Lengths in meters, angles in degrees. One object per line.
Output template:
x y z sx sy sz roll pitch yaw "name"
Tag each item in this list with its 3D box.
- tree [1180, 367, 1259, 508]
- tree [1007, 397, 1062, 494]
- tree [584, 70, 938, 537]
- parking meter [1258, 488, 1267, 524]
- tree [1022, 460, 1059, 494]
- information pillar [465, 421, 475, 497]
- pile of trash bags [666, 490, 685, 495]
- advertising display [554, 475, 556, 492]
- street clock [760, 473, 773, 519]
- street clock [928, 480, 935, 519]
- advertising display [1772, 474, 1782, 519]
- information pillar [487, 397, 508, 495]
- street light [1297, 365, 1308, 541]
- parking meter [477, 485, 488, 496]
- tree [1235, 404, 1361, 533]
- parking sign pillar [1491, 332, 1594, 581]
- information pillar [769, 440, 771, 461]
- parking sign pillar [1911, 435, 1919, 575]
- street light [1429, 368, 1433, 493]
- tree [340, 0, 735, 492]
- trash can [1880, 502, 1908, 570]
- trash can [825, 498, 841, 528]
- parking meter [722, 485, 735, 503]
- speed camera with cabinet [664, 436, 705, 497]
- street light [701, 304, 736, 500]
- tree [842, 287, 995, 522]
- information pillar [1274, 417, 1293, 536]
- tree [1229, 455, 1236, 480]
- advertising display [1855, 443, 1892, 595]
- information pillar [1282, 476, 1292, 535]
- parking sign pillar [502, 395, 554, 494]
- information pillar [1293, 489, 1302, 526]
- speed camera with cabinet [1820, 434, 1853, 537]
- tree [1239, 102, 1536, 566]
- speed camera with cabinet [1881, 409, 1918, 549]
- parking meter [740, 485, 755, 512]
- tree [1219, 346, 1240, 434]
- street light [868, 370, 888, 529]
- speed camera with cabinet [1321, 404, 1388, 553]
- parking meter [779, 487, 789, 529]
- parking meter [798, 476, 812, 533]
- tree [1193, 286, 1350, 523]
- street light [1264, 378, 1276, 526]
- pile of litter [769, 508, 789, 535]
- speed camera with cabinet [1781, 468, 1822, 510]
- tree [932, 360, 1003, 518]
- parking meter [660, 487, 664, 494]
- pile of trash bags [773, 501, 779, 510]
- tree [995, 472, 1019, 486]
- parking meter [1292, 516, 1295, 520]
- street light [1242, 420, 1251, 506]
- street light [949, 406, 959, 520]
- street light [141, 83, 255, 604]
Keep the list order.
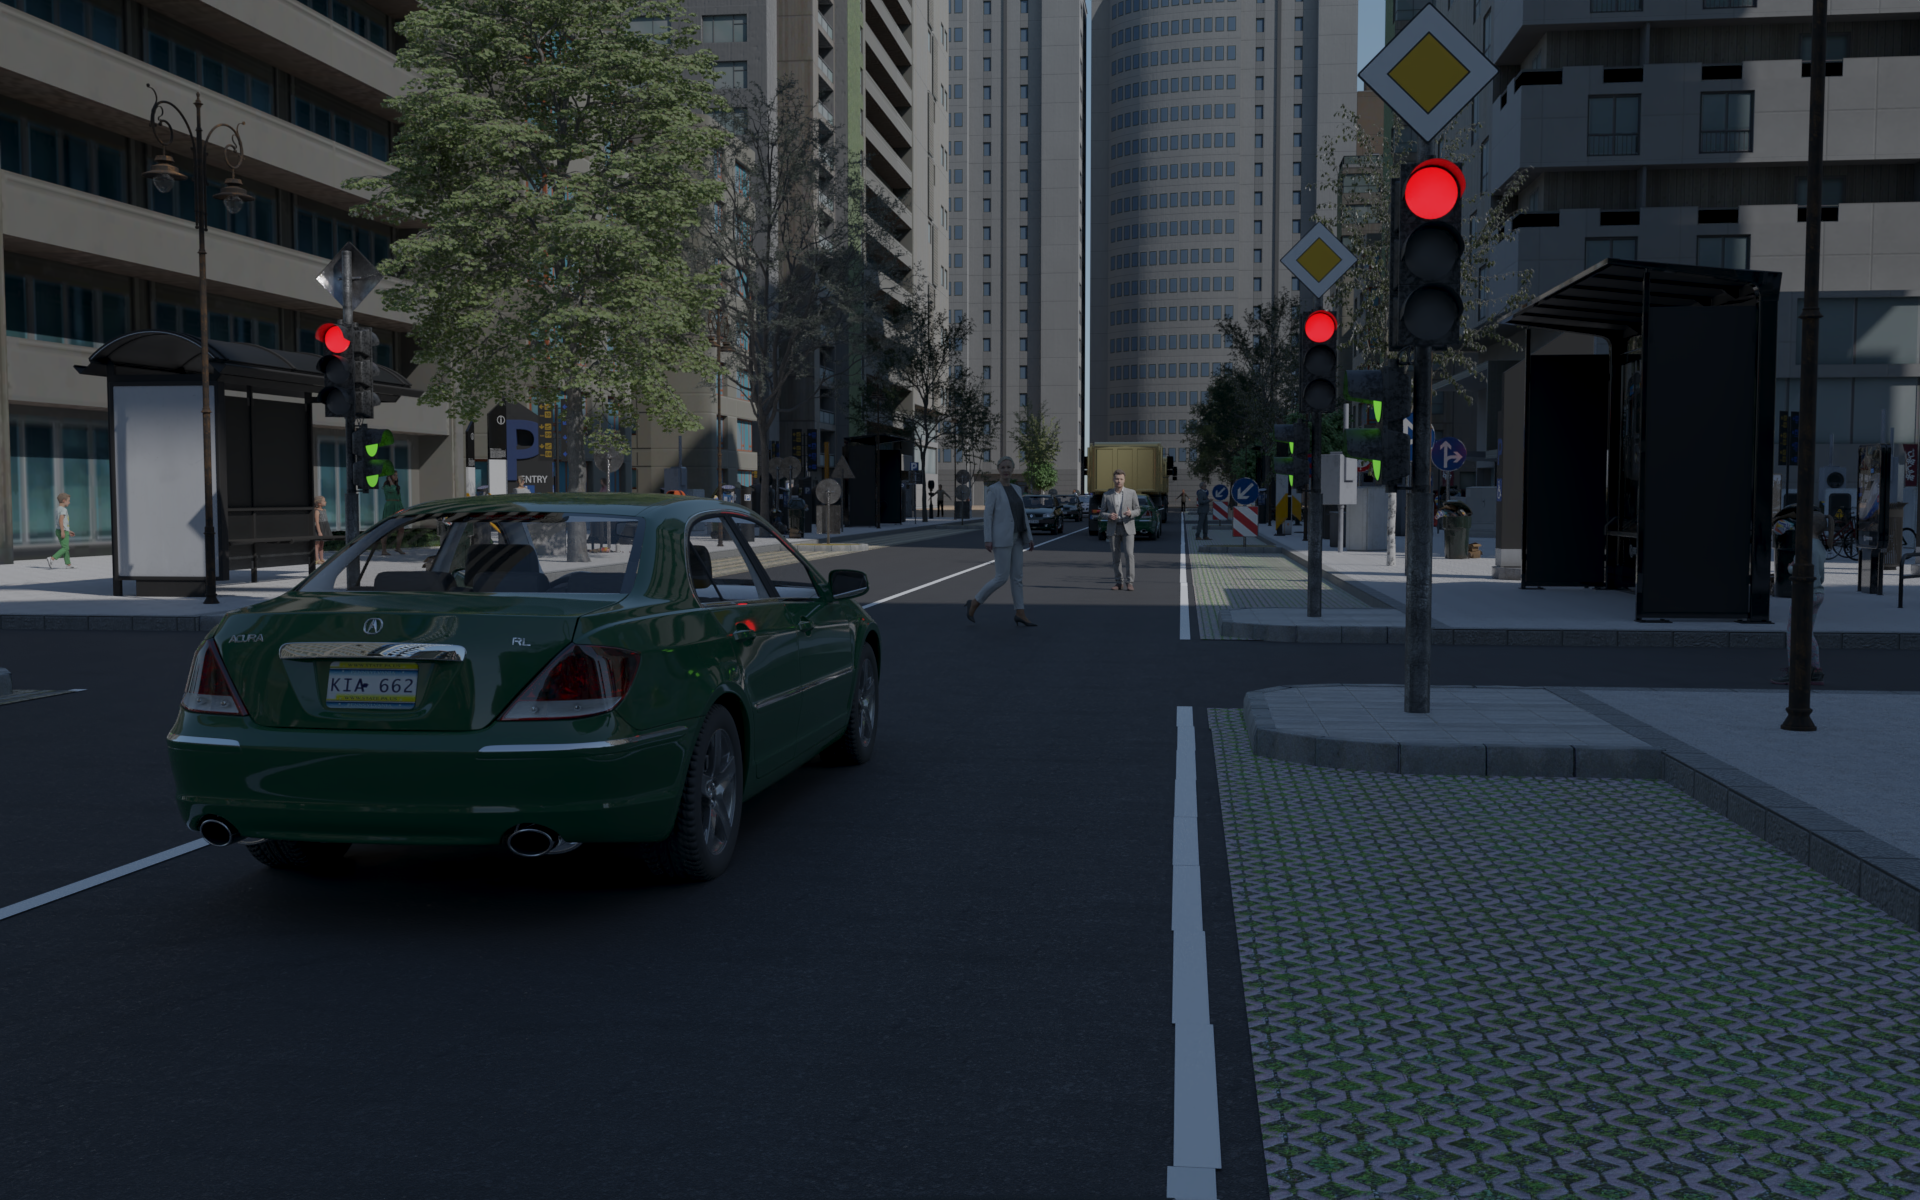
24.621 -14.668 156.829 9.611 12.733 9.660 0 3 0 "tree"
5.711 -11.152 132.693 4.737 8.622 4.395 0 3 0 "tree"
-5.742 -8.587 50.767 12.009 13.543 11.850 0 3 0 "tree"
13.030 -4.053 74.672 0.372 1.533 0.369 0 3 0 "parking meter"
6.916 -10.098 148.814 4.285 4.588 4.351 0 3 0 "tree"
-15.139 -3.807 53.597 0.183 3.616 0.504 1 4 8 "information pillar"
-8.084 -2.121 44.433 1.912 1.369 3.447 -3 5 -44 "pile of trash bags"
-13.850 -3.192 57.396 0.974 1.923 0.123 1 4 19 "advertising display"
-6.553 -3.304 58.595 0.358 2.002 0.471 -3 5 -40 "street clock"
-1.499 -5.227 90.032 0.358 2.002 0.471 -1 4 -20 "street clock"
25.534 -3.005 54.353 0.974 1.923 0.123 -3 5 -45 "advertising display"
-11.154 -3.087 41.832 0.504 3.616 0.183 -3 5 -43 "information pillar"
9.458 -4.554 47.243 0.468 5.910 1.993 0 4 7 "street light"
-13.356 -2.457 48.589 0.372 1.533 0.369 0 3 0 "parking meter"
11.771 -4.483 57.003 4.285 4.588 4.351 0 3 0 "tree"
8.790 -2.299 26.069 1.447 3.967 1.447 0 4 6 "parking sign pillar"
-8.269 -5.144 75.461 0.183 3.616 0.504 0 4 -4 "information pillar"
15.611 -2.345 26.821 1.447 3.967 1.447 3 4 36 "parking sign pillar"
6.789 -3.196 25.049 0.468 5.910 1.993 0 4 7 "street light"
-7.515 -6.966 32.024 7.486 12.596 7.792 0 3 0 "tree"
15.643 -1.084 29.372 0.748 1.137 0.748 0 3 0 "trash can"
-4.518 -3.063 61.739 0.748 1.137 0.748 0 3 0 "trash can"
-6.375 -2.403 47.703 0.372 1.533 0.369 0 3 0 "parking meter"
-9.461 -3.984 59.482 0.660 3.252 2.038 1 4 17 "speed camera with cabinet"
-5.865 -4.246 42.214 0.468 5.910 1.993 0 4 7 "street light"
-1.913 -8.850 79.116 7.601 10.594 8.767 -2 4 -30 "tree"
9.816 -3.760 52.828 0.183 3.616 0.504 -2 4 -28 "information pillar"
16.631 -6.863 95.926 4.285 4.588 4.351 0 3 0 "tree"
11.760 -1.047 22.327 0.123 1.923 0.974 1 4 12 "advertising display"
10.197 -3.045 54.271 0.304 2.012 0.304 -2 4 -30 "information pillar"
-11.338 -3.485 45.448 1.447 3.967 1.447 -1 4 -9 "parking sign pillar"
13.647 -4.829 70.313 0.504 3.616 0.183 -1 4 -14 "information pillar"
27.134 -3.526 51.991 0.660 3.252 2.038 -3 5 -43 "speed camera with cabinet"
7.934 -4.922 30.831 4.360 8.622 3.978 0 3 0 "tree"
22.204 -2.829 40.591 2.038 3.252 0.660 0 4 1 "speed camera with cabinet"
-5.706 -2.331 46.521 0.372 1.533 0.369 0 3 0 "parking meter"
12.209 -7.033 65.351 4.360 8.622 3.978 0 3 0 "tree"
-3.030 -5.596 64.285 0.468 5.910 1.993 0 4 7 "street light"
8.817 -2.709 38.630 2.038 3.252 0.660 -3 5 -44 "speed camera with cabinet"
-6.365 -3.317 62.645 0.372 1.533 0.369 0 3 0 "parking meter"
-5.124 -3.155 57.289 0.399 1.863 0.255 -3 4 -36 "parking meter"
13.945 -8.721 76.994 7.601 10.594 8.767 -1 4 -22 "tree"
12.426 -5.903 69.297 0.468 5.910 1.993 0 4 7 "street light"
-5.616 -2.515 55.088 1.176 0.858 1.719 -1 4 -11 "pile of litter"
27.813 -3.812 56.663 2.038 3.252 0.660 1 4 9 "speed camera with cabinet"
0.548 -8.736 93.194 4.360 8.622 3.978 0 3 0 "tree"
-11.328 -3.555 66.532 0.372 1.533 0.369 0 3 0 "parking meter"
-7.768 -4.350 80.880 3.447 1.369 1.912 1 4 22 "pile of trash bags"
3.207 -7.445 116.334 1.663 3.219 1.824 0 3 0 "tree"
16.509 -4.762 86.265 0.372 1.533 0.369 0 3 0 "parking meter"
15.186 -7.288 91.945 0.468 5.910 1.993 0 4 7 "street light"
-0.237 -6.946 86.360 0.468 5.910 1.993 0 4 7 "street light"
-8.760 -2.893 20.088 0.468 5.910 1.993 0 4 7 "street light"
